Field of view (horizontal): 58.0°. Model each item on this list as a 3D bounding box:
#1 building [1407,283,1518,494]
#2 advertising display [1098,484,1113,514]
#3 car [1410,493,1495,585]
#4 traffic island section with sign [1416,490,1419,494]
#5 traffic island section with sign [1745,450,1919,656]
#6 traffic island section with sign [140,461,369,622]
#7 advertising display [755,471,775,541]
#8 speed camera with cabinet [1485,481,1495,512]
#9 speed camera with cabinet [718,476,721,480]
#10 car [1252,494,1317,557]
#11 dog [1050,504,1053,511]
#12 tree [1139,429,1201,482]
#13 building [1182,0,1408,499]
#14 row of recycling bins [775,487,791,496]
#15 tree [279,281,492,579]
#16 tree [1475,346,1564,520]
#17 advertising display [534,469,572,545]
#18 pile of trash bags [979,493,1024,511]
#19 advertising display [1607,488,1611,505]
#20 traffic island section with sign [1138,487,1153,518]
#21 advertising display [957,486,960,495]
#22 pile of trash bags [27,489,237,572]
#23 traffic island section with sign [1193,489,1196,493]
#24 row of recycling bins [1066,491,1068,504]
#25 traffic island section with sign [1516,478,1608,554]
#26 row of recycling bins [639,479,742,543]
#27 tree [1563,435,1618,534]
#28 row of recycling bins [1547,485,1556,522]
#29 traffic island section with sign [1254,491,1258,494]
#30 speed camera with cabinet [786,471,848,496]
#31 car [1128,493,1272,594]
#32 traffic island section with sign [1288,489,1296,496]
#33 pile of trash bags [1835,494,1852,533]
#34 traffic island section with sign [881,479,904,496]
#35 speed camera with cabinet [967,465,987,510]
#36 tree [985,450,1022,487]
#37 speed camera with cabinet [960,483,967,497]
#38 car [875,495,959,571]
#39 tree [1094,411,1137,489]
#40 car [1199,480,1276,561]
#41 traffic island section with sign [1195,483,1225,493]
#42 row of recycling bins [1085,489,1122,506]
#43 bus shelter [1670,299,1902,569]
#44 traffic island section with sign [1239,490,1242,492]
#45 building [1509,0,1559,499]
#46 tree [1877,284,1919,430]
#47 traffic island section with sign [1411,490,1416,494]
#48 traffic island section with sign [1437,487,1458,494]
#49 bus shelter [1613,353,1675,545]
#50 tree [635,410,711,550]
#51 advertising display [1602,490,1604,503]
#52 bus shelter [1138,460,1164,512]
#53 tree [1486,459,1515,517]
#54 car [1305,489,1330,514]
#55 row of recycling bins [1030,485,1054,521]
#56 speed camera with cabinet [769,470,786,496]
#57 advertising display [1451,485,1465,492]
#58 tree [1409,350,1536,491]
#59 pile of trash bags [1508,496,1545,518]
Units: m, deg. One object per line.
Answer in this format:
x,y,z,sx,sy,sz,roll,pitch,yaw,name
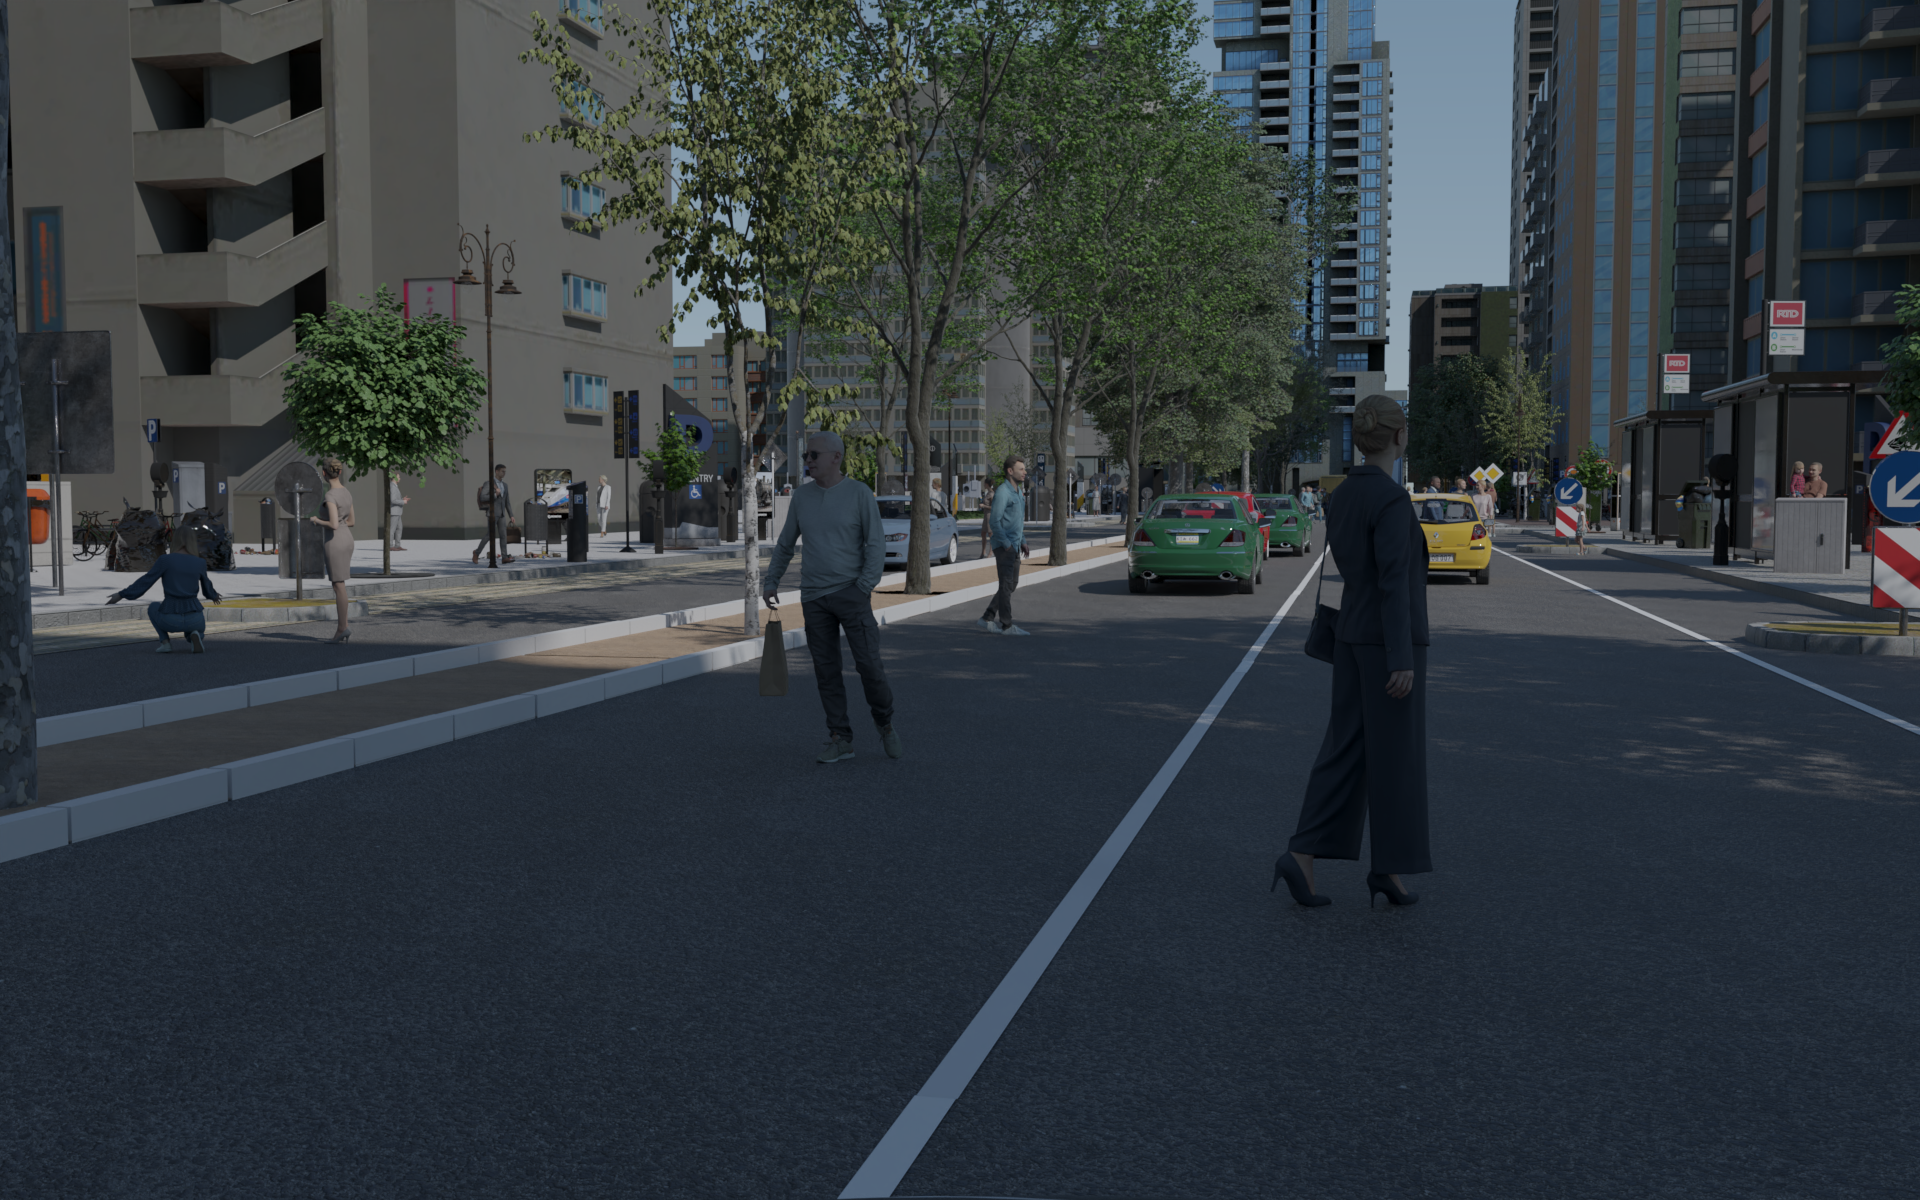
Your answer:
69.666,-28.710,241.117,14.107,30.474,14.160,1,4,13,building
9.347,-6.503,111.540,0.974,1.923,0.123,2,4,24,advertising display
7.919,-1.146,28.953,2.015,1.641,3.980,1,4,14,car
33.626,-6.991,122.930,1.989,1.847,2.006,1,4,13,traffic island section with sign
8.584,-0.470,16.320,1.989,1.847,2.006,1,4,13,traffic island section with sign
-8.067,-0.709,20.225,1.989,1.847,2.006,1,4,13,traffic island section with sign
-5.520,-2.602,47.756,0.974,1.923,0.123,-3,5,-43,advertising display
38.307,-7.995,125.059,0.660,3.252,2.038,3,5,44,speed camera with cabinet
-11.422,-5.387,82.417,0.660,3.252,2.038,-3,5,-39,speed camera with cabinet
7.339,-1.792,41.094,2.131,1.459,4.920,1,4,15,car
7.004,-7.217,132.375,0.800,0.831,0.513,-1,4,-11,dog
15.099,-11.153,132.705,4.737,8.622,4.395,0,3,0,tree
48.294,-57.198,247.856,31.000,86.520,22.319,1,4,13,building
-10.763,-5.867,103.040,3.534,1.692,1.069,-2,4,-24,row of recycling bins
-8.892,-2.630,26.721,4.285,4.588,4.351,0,3,0,tree
27.801,-8.254,85.322,4.737,8.622,4.395,0,3,0,tree
-10.353,-2.379,44.117,0.974,1.923,0.123,-2,4,-35,advertising display
2.548,-5.618,101.599,1.912,1.369,3.447,-3,5,-40,pile of trash bags
45.642,-7.090,121.141,0.123,1.923,0.974,-1,4,-18,advertising display
10.949,-5.666,101.260,1.989,1.847,2.006,1,4,13,traffic island section with sign
-0.480,-8.461,143.553,0.974,1.923,0.123,2,4,30,advertising display
-13.974,-1.180,29.040,3.447,1.369,1.912,-1,4,-18,pile of trash bags
17.177,-7.287,127.774,1.989,1.847,2.006,1,4,13,traffic island section with sign
8.007,-8.420,144.784,1.069,1.692,3.534,2,4,27,row of recycling bins
14.754,-2.075,42.562,1.989,1.847,2.006,1,4,13,traffic island section with sign
-7.215,-2.414,46.584,1.069,1.692,3.534,2,4,32,row of recycling bins
20.492,-3.794,56.636,1.663,3.219,1.824,0,3,0,tree
27.672,-4.423,79.422,1.069,1.692,3.534,0,4,6,row of recycling bins
34.953,-11.915,203.445,1.989,1.847,2.006,1,4,13,traffic island section with sign
-4.872,-4.019,60.043,2.038,3.252,0.660,-1,4,-13,speed camera with cabinet
3.642,-0.889,26.338,2.131,1.459,4.920,1,4,12,car
28.332,-8.557,148.044,2.006,1.907,1.989,1,4,13,traffic island section with sign
30.043,-2.954,58.042,1.912,1.369,3.447,0,4,7,pile of trash bags
-1.908,-2.315,46.470,1.989,1.847,2.006,1,4,13,traffic island section with sign
1.728,-7.597,118.551,2.038,3.252,0.660,1,4,13,speed camera with cabinet
2.220,-5.008,76.488,1.663,3.219,1.824,0,3,0,tree
0.046,-9.554,150.550,2.038,3.252,0.660,2,4,24,speed camera with cabinet
-1.279,-1.332,33.778,2.014,1.417,4.499,1,4,15,car
10.960,-10.019,114.170,4.360,8.622,3.978,0,3,0,tree
5.519,-1.667,36.300,2.155,1.783,4.494,1,4,12,car
11.162,-4.083,74.886,2.006,1.907,1.989,1,4,13,traffic island section with sign
12.276,-8.499,146.070,3.534,1.692,1.069,1,4,17,row of recycling bins
15.830,-3.424,33.618,2.179,5.291,8.768,1,4,13,bus shelter
28.557,-10.251,176.235,1.989,1.847,2.006,1,4,13,traffic island section with sign
87.276,-48.972,238.940,20.611,71.187,20.563,1,4,13,building
13.191,-2.328,21.783,4.285,4.588,4.351,0,3,0,tree
51.436,-11.626,198.717,1.989,1.847,2.006,1,4,13,traffic island section with sign
27.474,-5.386,96.683,1.989,1.847,2.006,1,4,13,traffic island section with sign
19.168,-4.257,47.226,2.179,5.291,8.768,1,4,13,bus shelter
-6.690,-2.771,39.904,1.663,3.219,1.824,0,3,0,tree
44.935,-7.162,122.312,0.974,1.923,0.123,2,4,27,advertising display
13.723,-8.118,124.019,1.731,3.624,6.357,1,4,13,bus shelter
30.076,-6.240,96.631,1.663,3.219,1.824,0,3,0,tree
25.250,-7.009,123.277,2.281,1.827,5.304,1,4,14,car
3.829,-4.647,83.087,1.069,1.692,3.534,0,4,3,row of recycling bins
-13.001,-7.956,124.415,2.038,3.252,0.660,-1,4,-13,speed camera with cabinet
36.445,-7.438,126.826,0.974,1.923,0.123,1,4,16,advertising display
40.385,-13.425,136.502,9.611,12.733,9.660,0,3,0,tree
29.530,-5.049,92.307,3.447,1.369,1.912,2,4,31,pile of trash bags
